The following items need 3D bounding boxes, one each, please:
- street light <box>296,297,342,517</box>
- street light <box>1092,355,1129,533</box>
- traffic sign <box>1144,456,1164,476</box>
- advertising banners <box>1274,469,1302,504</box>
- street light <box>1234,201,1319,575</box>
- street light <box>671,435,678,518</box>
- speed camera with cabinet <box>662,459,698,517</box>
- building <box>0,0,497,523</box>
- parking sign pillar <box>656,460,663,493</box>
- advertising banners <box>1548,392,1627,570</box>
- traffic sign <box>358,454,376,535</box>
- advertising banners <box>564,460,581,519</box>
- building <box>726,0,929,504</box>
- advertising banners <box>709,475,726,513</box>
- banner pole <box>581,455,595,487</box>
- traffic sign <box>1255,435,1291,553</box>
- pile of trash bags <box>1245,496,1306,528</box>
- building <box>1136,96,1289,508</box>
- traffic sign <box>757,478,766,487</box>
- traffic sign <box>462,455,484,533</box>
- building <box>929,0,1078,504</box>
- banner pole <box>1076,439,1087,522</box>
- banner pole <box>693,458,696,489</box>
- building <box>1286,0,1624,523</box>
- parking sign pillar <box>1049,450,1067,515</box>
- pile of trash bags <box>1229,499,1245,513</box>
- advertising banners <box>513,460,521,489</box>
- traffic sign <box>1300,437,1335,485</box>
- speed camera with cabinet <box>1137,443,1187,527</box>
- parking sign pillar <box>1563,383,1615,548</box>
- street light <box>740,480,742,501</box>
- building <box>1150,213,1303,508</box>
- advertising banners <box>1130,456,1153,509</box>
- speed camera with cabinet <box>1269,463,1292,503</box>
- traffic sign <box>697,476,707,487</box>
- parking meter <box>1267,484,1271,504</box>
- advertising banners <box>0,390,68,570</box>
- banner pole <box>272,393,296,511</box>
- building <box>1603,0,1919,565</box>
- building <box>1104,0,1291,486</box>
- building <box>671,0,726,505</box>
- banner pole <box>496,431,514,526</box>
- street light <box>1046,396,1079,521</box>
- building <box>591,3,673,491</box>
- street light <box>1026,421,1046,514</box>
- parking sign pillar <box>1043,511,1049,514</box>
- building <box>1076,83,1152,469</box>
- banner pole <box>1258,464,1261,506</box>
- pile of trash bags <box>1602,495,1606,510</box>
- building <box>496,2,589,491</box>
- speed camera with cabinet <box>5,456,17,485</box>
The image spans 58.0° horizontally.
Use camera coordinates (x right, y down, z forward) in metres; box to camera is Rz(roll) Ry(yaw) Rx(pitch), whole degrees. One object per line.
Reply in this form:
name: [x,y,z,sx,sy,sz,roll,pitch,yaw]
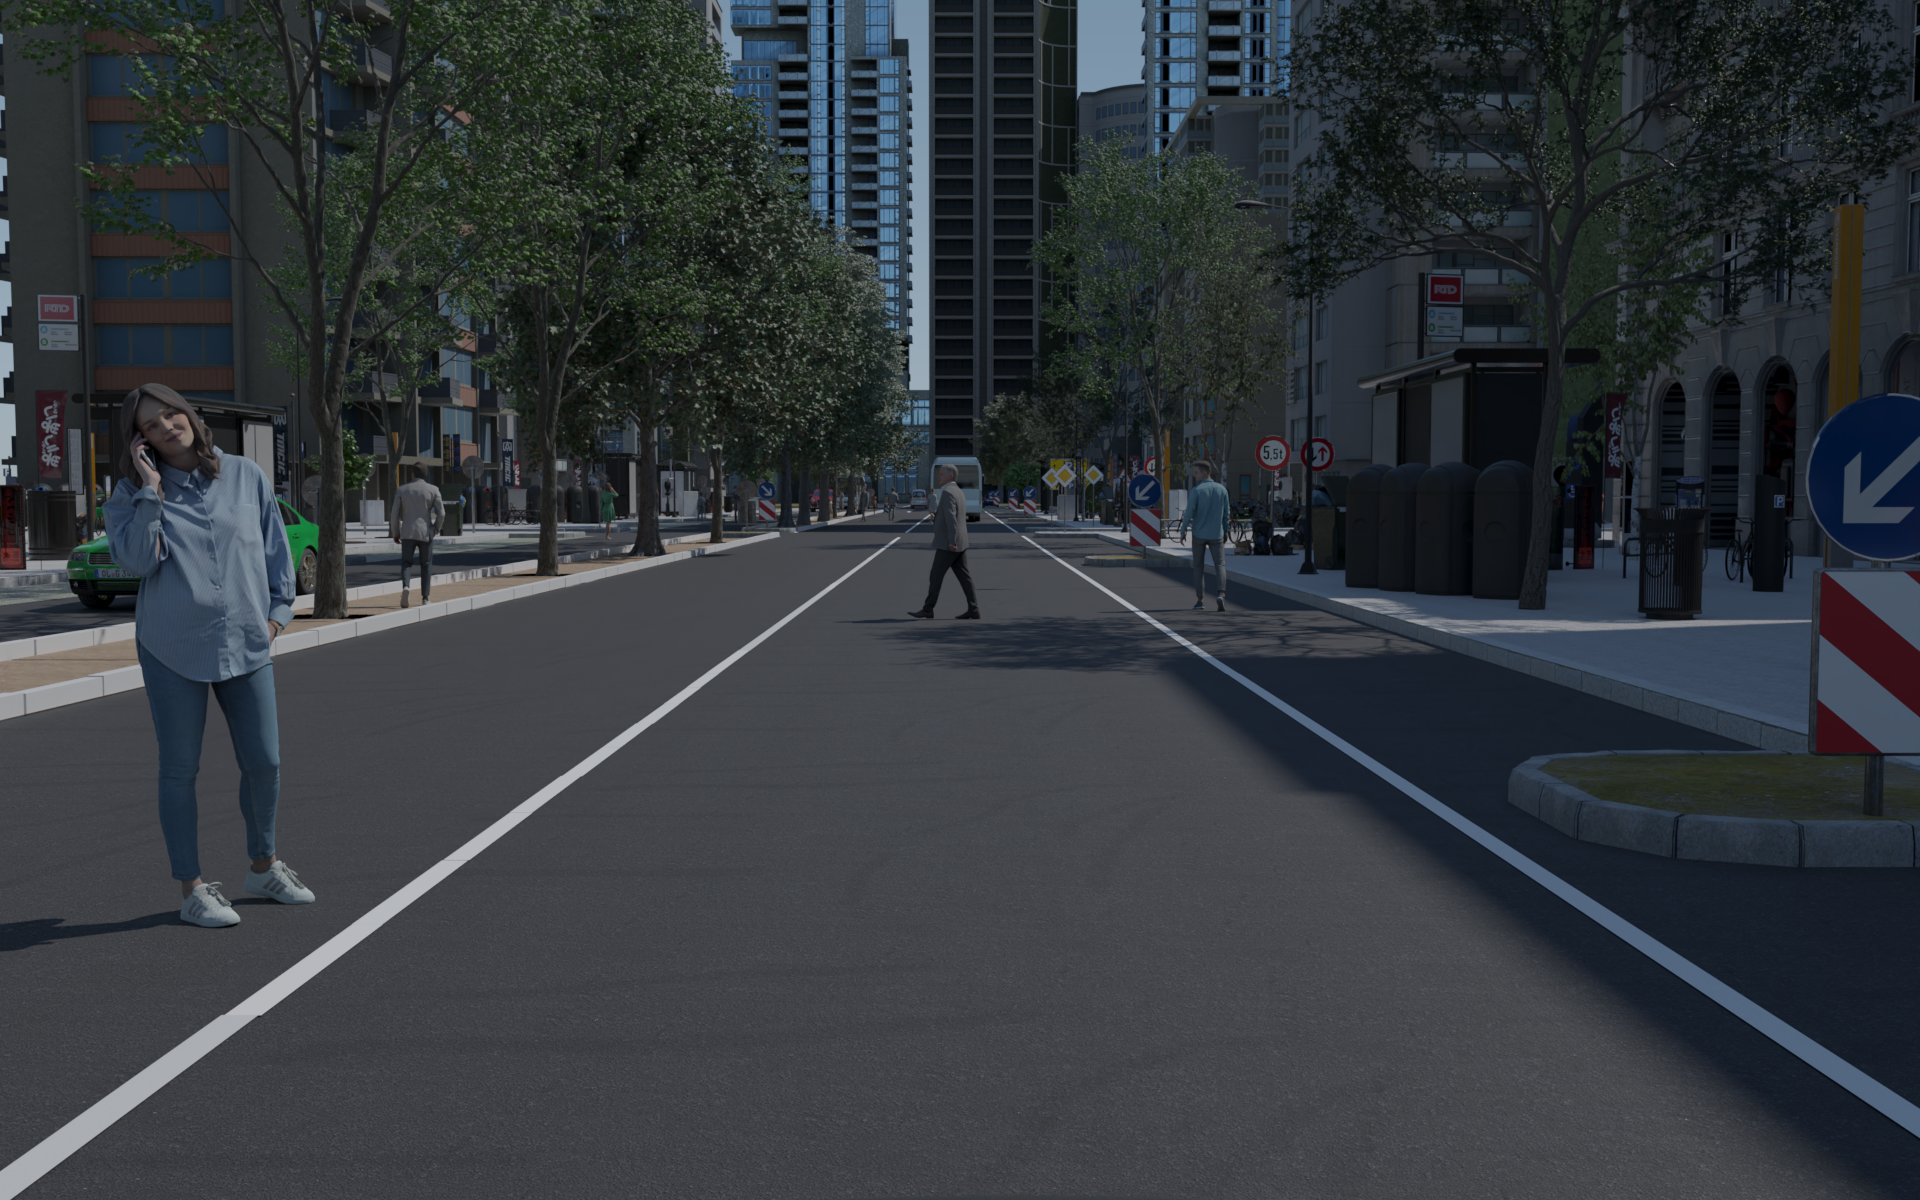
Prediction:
street light: [-15.071,-4.183,40.939,1.470,5.913,1.316,0,3,0]
street light: [4.962,-5.192,57.430,1.470,5.913,1.316,0,3,0]
traffic sign: [6.572,-3.560,58.318,0.768,2.556,0.104,0,4,7]
advertising banners: [19.110,-6.376,100.439,2.074,3.025,0.090,1,4,9]
street light: [5.036,-3.366,27.580,1.470,5.913,1.316,0,3,0]
street light: [-15.034,-7.451,94.368,1.470,5.913,1.316,0,3,0]
speed camera with cabinet: [-15.996,-6.398,98.951,2.038,3.252,0.660,-3,4,-37]
building: [-35.874,-26.581,89.228,22.147,44.769,28.867,0,3,0]
parking sign pillar: [-22.896,-8.738,131.332,1.447,3.967,1.447,1,4,19]
advertising banners: [10.620,-2.035,29.466,2.074,3.025,0.090,-2,4,-29]
traffic sign: [-18.750,-3.327,54.502,0.768,2.556,0.104,0,4,8]
advertising banners: [-20.011,-5.575,87.335,2.074,3.025,0.090,0,4,-8]
building: [-19.740,-56.967,244.074,31.000,86.520,22.319,0,3,0]
advertising banners: [-16.832,-7.429,117.656,2.074,3.025,0.090,0,4,1]
banner pole: [-17.964,-5.713,83.423,0.863,3.779,0.401,-1,4,-22]
traffic sign: [6.787,-2.294,37.611,0.768,2.556,0.104,1,4,9]
pile of trash bags: [12.988,-3.466,66.415,3.447,1.369,1.912,0,4,-7]
building: [32.767,-28.765,162.192,32.217,40.220,23.993,0,3,0]
traffic sign: [-15.921,-8.479,138.743,0.768,2.556,0.104,0,4,2]
traffic sign: [-16.022,-3.479,56.982,0.768,2.556,0.104,0,4,6]
building: [6.066,-49.248,243.454,20.611,71.187,20.563,0,3,0]
banner pole: [5.533,-5.477,79.564,0.401,3.779,0.863,-2,4,-28]
banner pole: [-18.303,-7.904,119.253,0.401,3.779,0.863,0,4,6]
building: [23.701,-24.348,81.678,14.086,41.232,14.154,0,3,0]
parking sign pillar: [6.588,-7.235,106.768,1.447,3.967,1.447,2,4,29]
pile of trash bags: [12.275,-4.307,80.170,1.912,1.369,3.447,-3,4,-36]
advertising banners: [-22.613,-5.773,90.577,0.090,3.025,2.074,2,4,30]
traffic sign: [8.007,-2.372,38.881,0.768,2.556,0.104,0,4,6]
speed camera with cabinet: [7.851,-4.458,67.217,2.038,3.252,0.660,3,5,44]
parking sign pillar: [15.040,-3.256,41.708,1.447,3.967,1.447,3,5,41]
street light: [-15.080,-9.230,123.449,1.470,5.913,1.316,0,3,0]
building: [28.747,-16.890,121.198,27.650,21.520,28.899,0,3,0]
advertising banners: [8.639,-5.079,79.229,2.074,3.025,0.090,-2,4,-26]
speed camera with cabinet: [17.579,-6.159,95.043,0.660,3.252,2.038,-1,4,-11]
traffic sign: [-17.822,-7.326,119.887,0.768,2.556,0.104,1,4,8]
parking meter: [18.628,-6.010,103.981,0.399,1.863,0.255,-1,4,-23]
advertising banners: [-16.059,-2.017,29.173,2.074,3.025,0.090,0,4,-4]
banner pole: [-16.787,-3.251,43.167,0.863,3.779,0.401,1,4,21]
building: [23.156,-11.739,33.731,13.314,21.916,24.055,0,3,0]
building: [28.295,-53.550,188.220,22.319,86.520,31.000,0,3,0]
building: [-41.077,-39.884,194.107,28.212,58.520,21.231,0,3,0]
banner pole: [-18.125,-4.823,68.871,0.863,3.779,0.401,-3,4,-37]
street light: [4.920,-6.645,81.192,1.470,5.913,1.316,0,3,0]
building: [-37.649,-51.469,154.195,22.319,86.520,31.000,0,3,0]
street light: [4.954,-8.424,110.273,1.470,5.913,1.316,0,3,0]
parking sign pillar: [6.231,-7.720,114.691,1.447,3.967,1.447,0,4,-6]
building: [30.476,-42.999,245.030,28.212,58.520,21.231,0,3,0]
banner pole: [16.904,-6.592,97.802,0.401,3.779,0.863,0,4,-3]
pile of trash bags: [16.305,-2.341,48.031,3.447,1.369,1.912,-1,4,-15]
building: [-33.652,-26.616,118.759,14.154,41.232,14.086,0,3,0]
speed camera with cabinet: [-48.997,-5.801,89.178,0.660,3.252,2.038,0,4,-7]
